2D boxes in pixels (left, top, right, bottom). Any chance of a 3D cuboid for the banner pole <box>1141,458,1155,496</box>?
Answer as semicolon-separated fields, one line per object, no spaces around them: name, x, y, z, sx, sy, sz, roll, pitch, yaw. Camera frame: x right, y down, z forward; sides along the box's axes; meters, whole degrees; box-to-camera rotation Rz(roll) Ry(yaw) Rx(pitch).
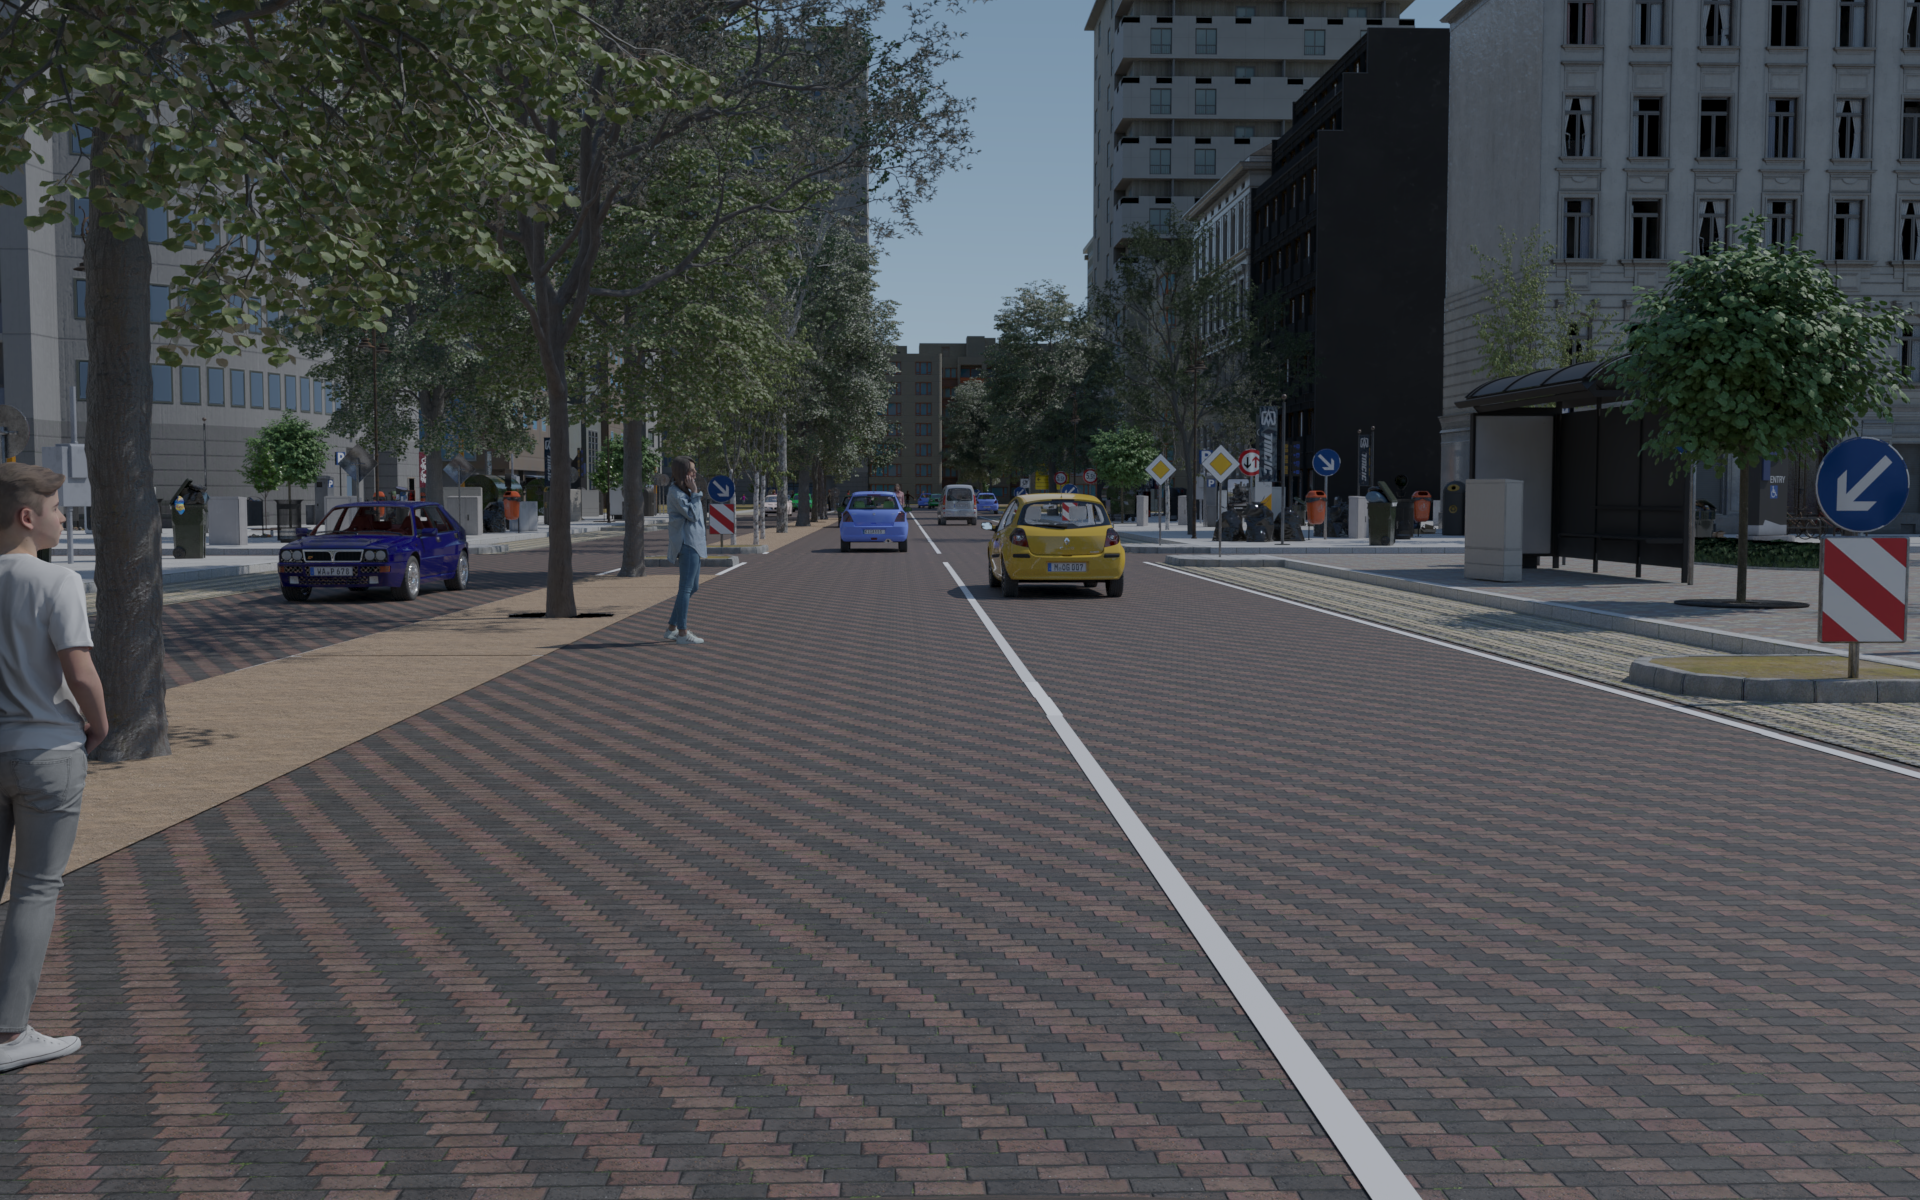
banner pole;11.439;-7.036;105.052;0.863;3.779;0.401;-1;4;-13

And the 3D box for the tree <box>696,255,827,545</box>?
tree;-5.774;-5.870;48.797;4.360;8.622;3.978;0;3;0

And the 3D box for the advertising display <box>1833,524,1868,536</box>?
advertising display;23.567;-2.482;45.787;0.974;1.923;0.123;0;4;1

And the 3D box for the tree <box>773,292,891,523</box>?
tree;-7.204;-9.684;86.547;9.928;11.665;9.643;0;3;0

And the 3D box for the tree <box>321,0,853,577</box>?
tree;-5.760;-6.689;29.944;7.486;12.596;7.792;0;3;0

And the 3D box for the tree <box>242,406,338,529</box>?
tree;-25.020;-4.961;64.832;4.285;4.588;4.351;0;3;0

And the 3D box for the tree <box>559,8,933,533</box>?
tree;-7.777;-12.566;63.799;12.611;20.169;13.585;0;3;0

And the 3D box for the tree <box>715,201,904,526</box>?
tree;-6.932;-10.210;76.042;9.857;13.997;8.962;0;3;0

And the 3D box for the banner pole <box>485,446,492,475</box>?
banner pole;-24.334;-6.075;89.336;0.401;3.779;0.863;-3;5;-42

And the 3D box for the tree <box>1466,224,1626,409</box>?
tree;15.612;-5.921;47.173;4.737;8.622;4.395;0;3;0

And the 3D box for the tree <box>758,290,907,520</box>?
tree;-7.776;-10.819;96.351;9.611;12.733;9.660;0;3;0

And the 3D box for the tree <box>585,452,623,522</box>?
tree;-16.197;-5.187;79.416;1.663;3.219;1.824;0;3;0

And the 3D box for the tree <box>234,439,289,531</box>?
tree;-24.501;-4.078;61.274;1.663;3.219;1.824;0;3;0

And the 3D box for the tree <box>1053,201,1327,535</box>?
tree;7.312;-7.356;54.675;8.767;10.594;7.601;0;4;-4

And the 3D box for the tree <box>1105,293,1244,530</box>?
tree;7.346;-6.812;61.733;4.360;8.622;3.978;0;3;0

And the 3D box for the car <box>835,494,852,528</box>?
car;-4.427;-4.010;75.350;2.009;1.686;4.222;0;4;-3

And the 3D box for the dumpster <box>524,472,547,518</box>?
dumpster;-18.376;-4.530;76.551;1.502;2.255;1.985;0;4;-2

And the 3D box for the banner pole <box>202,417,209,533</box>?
banner pole;-24.575;-4.061;56.407;0.401;3.779;0.863;-1;4;-22

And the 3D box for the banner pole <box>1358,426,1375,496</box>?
banner pole;15.115;-4.542;64.278;0.401;3.779;0.863;-3;4;-36

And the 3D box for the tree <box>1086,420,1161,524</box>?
tree;7.132;-5.599;75.257;4.285;4.588;4.351;0;3;0

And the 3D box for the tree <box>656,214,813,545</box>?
tree;-5.791;-5.586;44.153;4.737;8.622;4.395;0;3;0

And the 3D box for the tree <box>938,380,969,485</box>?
tree;2.204;-17.097;186.195;9.857;13.997;8.962;0;3;0

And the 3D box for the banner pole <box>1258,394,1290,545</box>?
banner pole;7.892;-3.271;43.499;0.863;3.779;0.401;0;4;-6

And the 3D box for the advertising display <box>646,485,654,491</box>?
advertising display;-19.688;-6.385;109.608;0.974;1.923;0.123;-2;4;-30

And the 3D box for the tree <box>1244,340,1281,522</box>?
tree;12.784;-7.842;78.583;4.360;8.622;3.978;0;3;0

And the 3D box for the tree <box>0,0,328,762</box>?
tree;-4.655;-5.437;9.475;7.486;12.596;7.792;0;3;0

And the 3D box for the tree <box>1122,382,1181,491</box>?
tree;12.163;-9.869;111.722;4.737;8.622;4.395;0;3;0

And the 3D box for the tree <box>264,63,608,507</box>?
tree;-15.286;-8.795;50.460;9.857;13.997;8.962;0;3;0

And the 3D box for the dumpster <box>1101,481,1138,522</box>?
dumpster;7.513;-4.829;81.449;1.502;2.255;1.985;0;4;-2

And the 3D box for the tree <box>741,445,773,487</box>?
tree;-19.963;-14.877;177.645;8.767;10.594;7.601;3;4;38

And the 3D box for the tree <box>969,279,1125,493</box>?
tree;5.560;-11.963;102.253;9.857;13.997;8.962;0;3;0

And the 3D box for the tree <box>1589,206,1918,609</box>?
tree;8.974;-2.216;19.952;4.285;4.588;4.351;0;3;0

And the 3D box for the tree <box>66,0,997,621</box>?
tree;-4.579;-6.524;19.488;12.009;13.543;11.850;0;3;0

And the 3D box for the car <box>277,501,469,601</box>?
car;-8.214;-0.727;24.470;1.945;1.354;3.894;0;4;-1

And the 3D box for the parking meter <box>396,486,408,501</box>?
parking meter;-18.260;-2.952;56.684;0.372;1.533;0.369;0;3;0

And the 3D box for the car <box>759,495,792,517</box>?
car;-11.711;-5.995;110.374;2.083;1.381;4.827;0;4;-2

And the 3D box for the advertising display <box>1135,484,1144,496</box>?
advertising display;11.228;-6.304;108.291;0.123;1.923;0.974;3;4;38

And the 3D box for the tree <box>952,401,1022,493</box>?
tree;3.063;-13.746;159.155;8.767;10.594;7.601;2;4;34

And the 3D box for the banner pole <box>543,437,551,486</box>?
banner pole;-15.716;-4.719;67.173;0.863;3.779;0.401;0;4;-8

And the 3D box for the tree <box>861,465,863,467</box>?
tree;-8.380;-11.278;104.972;7.486;12.596;7.792;0;3;0

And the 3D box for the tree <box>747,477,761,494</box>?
tree;-20.075;-10.798;171.153;1.663;3.219;1.824;0;3;0

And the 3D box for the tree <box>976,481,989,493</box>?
tree;2.513;-12.231;194.582;1.663;3.219;1.824;0;3;0

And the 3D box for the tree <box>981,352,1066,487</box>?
tree;5.198;-13.277;135.198;7.486;12.596;7.792;0;3;0

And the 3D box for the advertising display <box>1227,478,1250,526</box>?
advertising display;11.350;-3.999;70.595;0.974;1.923;0.123;2;4;30

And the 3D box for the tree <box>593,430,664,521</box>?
tree;-15.903;-6.072;82.995;4.285;4.588;4.351;0;3;0
